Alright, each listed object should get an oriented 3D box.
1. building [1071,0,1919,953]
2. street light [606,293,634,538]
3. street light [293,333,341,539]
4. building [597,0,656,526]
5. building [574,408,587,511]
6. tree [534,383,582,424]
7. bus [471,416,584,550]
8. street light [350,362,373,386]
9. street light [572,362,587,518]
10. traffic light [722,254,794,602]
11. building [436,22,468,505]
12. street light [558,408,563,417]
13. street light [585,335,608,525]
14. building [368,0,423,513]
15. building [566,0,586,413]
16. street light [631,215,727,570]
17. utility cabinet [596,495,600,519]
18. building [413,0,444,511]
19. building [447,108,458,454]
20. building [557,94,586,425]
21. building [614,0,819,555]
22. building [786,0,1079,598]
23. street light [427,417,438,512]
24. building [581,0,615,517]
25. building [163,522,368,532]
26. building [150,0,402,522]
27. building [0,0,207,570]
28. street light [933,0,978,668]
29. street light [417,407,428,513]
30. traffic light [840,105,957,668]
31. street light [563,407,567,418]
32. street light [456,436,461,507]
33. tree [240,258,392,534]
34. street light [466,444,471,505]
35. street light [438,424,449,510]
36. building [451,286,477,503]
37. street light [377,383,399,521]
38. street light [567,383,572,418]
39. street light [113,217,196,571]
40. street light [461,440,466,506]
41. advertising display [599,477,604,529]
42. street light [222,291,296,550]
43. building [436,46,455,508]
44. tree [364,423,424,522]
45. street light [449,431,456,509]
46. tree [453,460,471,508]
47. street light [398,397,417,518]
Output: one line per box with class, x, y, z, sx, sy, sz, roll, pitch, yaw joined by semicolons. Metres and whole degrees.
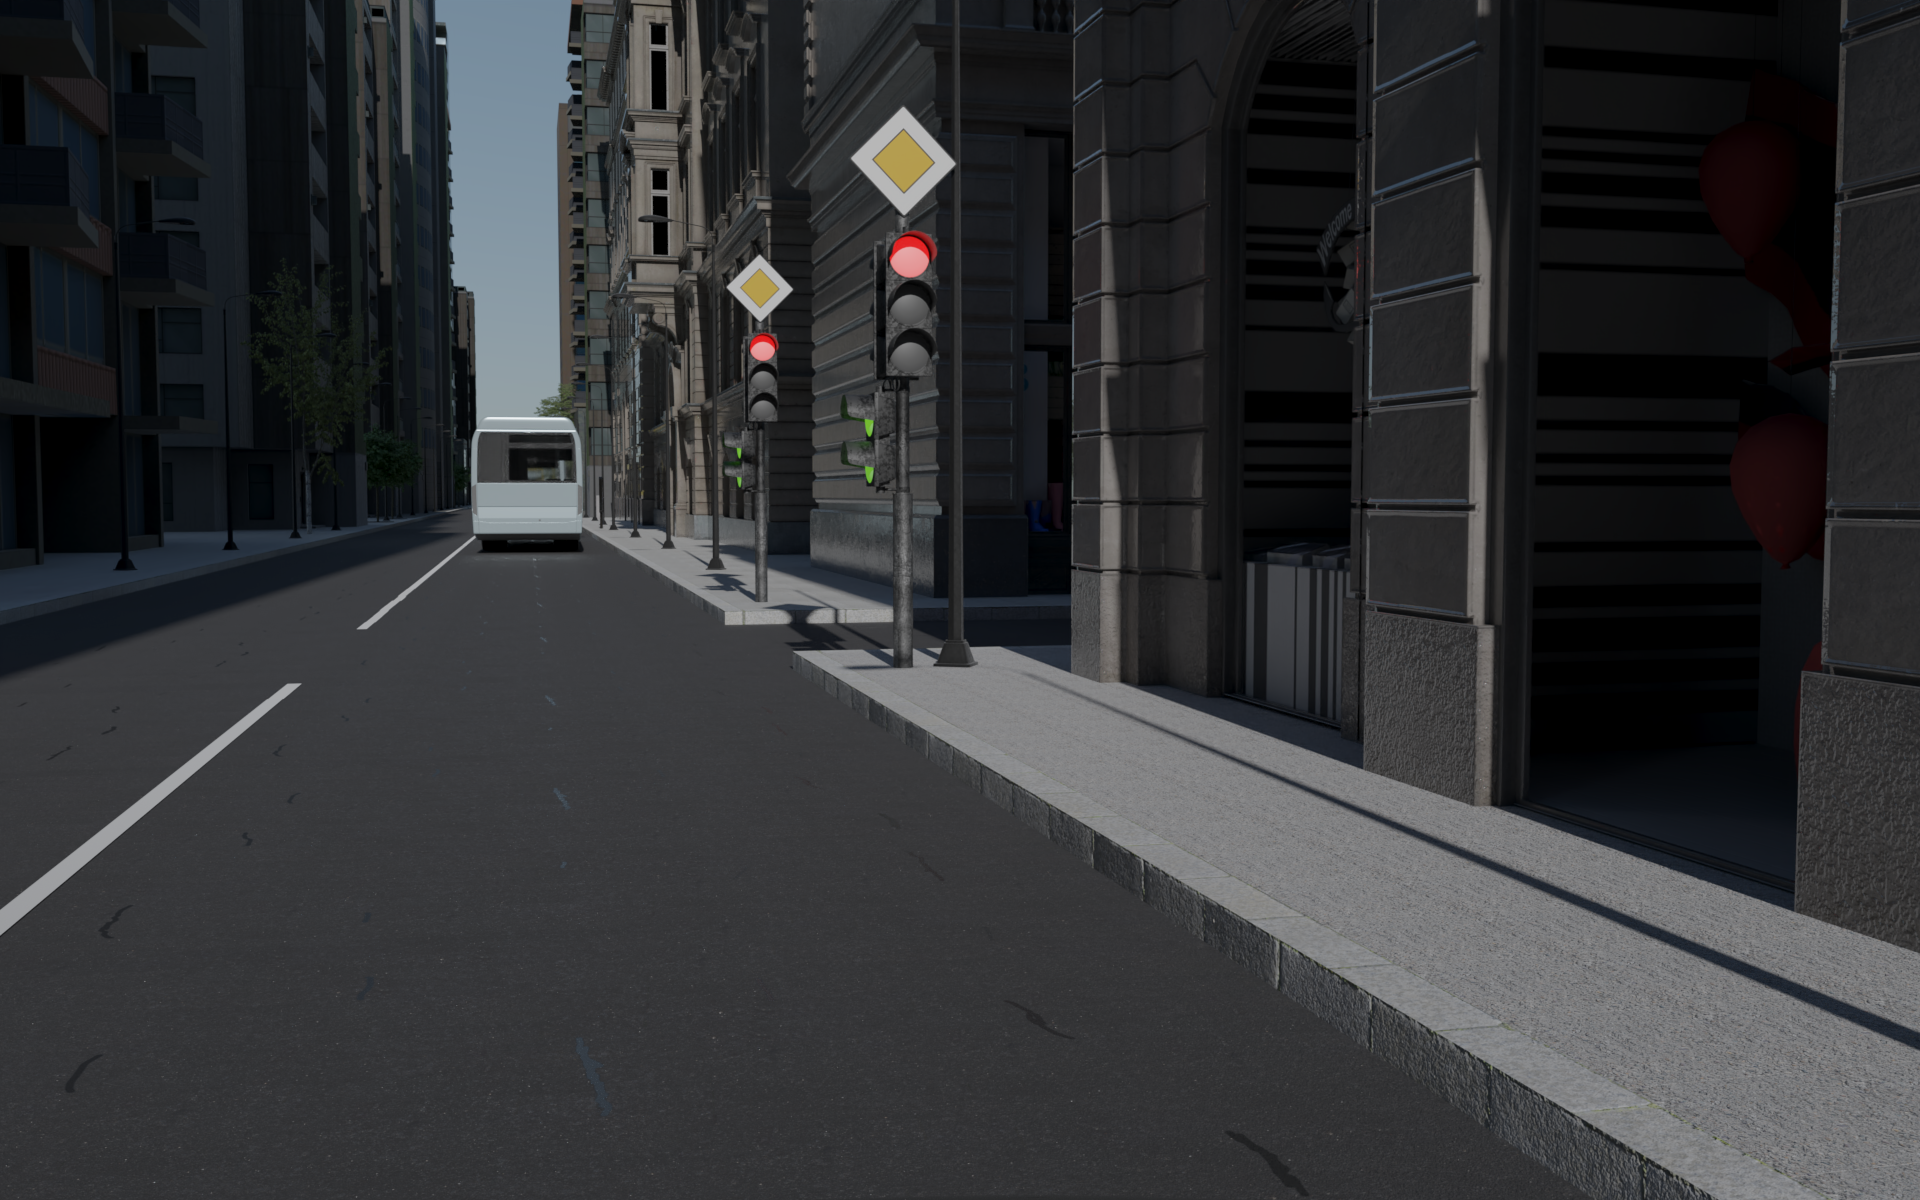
building;9.277;-9.795;1.946;13.314;21.916;24.055;-1;4;-14
street light;-7.362;-4.146;40.326;1.470;5.913;1.316;-1;4;-14
street light;-18.711;-4.742;50.076;1.470;5.913;1.316;-1;4;-14
building;-10.311;-17.432;82.276;12.463;27.353;25.104;-1;4;-14
building;-16.586;-49.709;125.417;22.319;86.520;31.000;-1;4;-14
tree;-40.164;-15.788;176.261;7.486;12.596;7.792;0;3;0
bus;-11.782;-3.228;47.634;2.948;3.499;13.247;-1;4;-13
street light;-21.481;-5.413;61.040;1.470;5.913;1.316;-1;4;-14
street light;-12.857;-5.431;61.343;1.470;5.913;1.316;-1;4;-14
traffic light;-2.376;-1.929;20.452;0.839;4.253;0.868;-1;4;-14
building;-72.157;-54.948;211.067;22.319;86.520;31.000;-1;4;-14
street light;-20.681;-7.372;93.074;1.470;5.913;1.316;-1;4;-14
street light;-10.098;-4.785;50.777;1.470;5.913;1.316;-1;4;-14
building;-42.485;-26.137;110.928;14.154;41.232;14.086;-1;4;-14
building;-23.734;-30.647;155.706;22.147;44.769;28.867;-1;4;-14
street light;-4.669;-3.459;29.102;1.470;5.913;1.316;-1;4;-14
utility cabinet;-18.855;-4.841;90.318;0.306;1.237;1.020;-1;4;-15
building;-50.836;-35.968;130.077;21.231;58.520;28.212;-1;4;-14
building;-65.040;-32.300;182.732;22.147;44.769;28.867;-1;4;-14
building;-38.175;-33.393;196.086;14.600;45.320;14.200;-1;4;-14
building;-3.150;-14.329;53.368;14.460;24.649;34.723;-1;4;-14
building;7.483;-12.146;27.460;19.941;23.489;11.050;-1;4;-14
street light;-32.356;-8.041;104.016;1.470;5.913;1.316;-1;4;-14
building;-15.510;-20.336;104.190;14.160;30.474;14.107;-1;4;-14
building;-29.889;-17.821;63.071;14.160;30.474;14.107;-1;4;-14
building;-39.118;-19.843;96.131;14.160;30.474;14.107;-1;4;-14
building;-26.614;-22.974;30.245;22.147;44.769;28.867;-1;4;-14
street light;-0.558;-2.454;12.663;1.470;5.913;1.316;-1;4;-14
street light;-29.549;-7.360;92.883;1.470;5.913;1.316;-1;4;-14
traffic light;-0.440;-1.455;12.704;0.839;4.253;0.868;-1;4;-14
street light;-17.968;-6.721;82.437;1.470;5.913;1.316;-1;4;-14
street light;-40.400;-10.041;136.709;1.470;5.913;1.316;-1;4;-14
tree;-20.507;-6.400;54.996;4.737;8.622;4.395;0;3;0
street light;-45.708;-11.353;158.154;1.470;5.913;1.316;-1;4;-14
street light;-34.911;-8.708;114.912;1.470;5.913;1.316;-1;4;-14
building;-73.329;-28.388;235.844;14.160;30.474;14.107;-1;4;-14
street light;-24.410;-6.104;72.342;1.470;5.913;1.316;-1;4;-14
street light;-15.408;-6.080;71.942;1.470;5.913;1.316;-1;4;-14
street light;-13.526;-3.459;29.103;1.470;5.913;1.316;-1;4;-14
street light;-43.161;-10.710;147.656;1.470;5.913;1.316;-1;4;-14
advertising display;-13.370;-3.630;64.569;0.123;1.923;0.974;-1;4;-9
street light;-16.164;-4.100;39.578;1.470;5.913;1.316;-1;4;-14
building;-52.307;-28.648;151.995;14.154;41.232;14.086;-1;4;-14
tree;-26.626;-5.817;78.829;4.285;4.588;4.351;0;3;0
street light;-37.776;-9.400;126.231;1.470;5.913;1.316;-1;4;-14
tree;-48.319;-11.140;165.856;4.285;4.588;4.351;0;3;0
street light;-26.959;-6.753;82.955;1.470;5.913;1.316;-1;4;-14
